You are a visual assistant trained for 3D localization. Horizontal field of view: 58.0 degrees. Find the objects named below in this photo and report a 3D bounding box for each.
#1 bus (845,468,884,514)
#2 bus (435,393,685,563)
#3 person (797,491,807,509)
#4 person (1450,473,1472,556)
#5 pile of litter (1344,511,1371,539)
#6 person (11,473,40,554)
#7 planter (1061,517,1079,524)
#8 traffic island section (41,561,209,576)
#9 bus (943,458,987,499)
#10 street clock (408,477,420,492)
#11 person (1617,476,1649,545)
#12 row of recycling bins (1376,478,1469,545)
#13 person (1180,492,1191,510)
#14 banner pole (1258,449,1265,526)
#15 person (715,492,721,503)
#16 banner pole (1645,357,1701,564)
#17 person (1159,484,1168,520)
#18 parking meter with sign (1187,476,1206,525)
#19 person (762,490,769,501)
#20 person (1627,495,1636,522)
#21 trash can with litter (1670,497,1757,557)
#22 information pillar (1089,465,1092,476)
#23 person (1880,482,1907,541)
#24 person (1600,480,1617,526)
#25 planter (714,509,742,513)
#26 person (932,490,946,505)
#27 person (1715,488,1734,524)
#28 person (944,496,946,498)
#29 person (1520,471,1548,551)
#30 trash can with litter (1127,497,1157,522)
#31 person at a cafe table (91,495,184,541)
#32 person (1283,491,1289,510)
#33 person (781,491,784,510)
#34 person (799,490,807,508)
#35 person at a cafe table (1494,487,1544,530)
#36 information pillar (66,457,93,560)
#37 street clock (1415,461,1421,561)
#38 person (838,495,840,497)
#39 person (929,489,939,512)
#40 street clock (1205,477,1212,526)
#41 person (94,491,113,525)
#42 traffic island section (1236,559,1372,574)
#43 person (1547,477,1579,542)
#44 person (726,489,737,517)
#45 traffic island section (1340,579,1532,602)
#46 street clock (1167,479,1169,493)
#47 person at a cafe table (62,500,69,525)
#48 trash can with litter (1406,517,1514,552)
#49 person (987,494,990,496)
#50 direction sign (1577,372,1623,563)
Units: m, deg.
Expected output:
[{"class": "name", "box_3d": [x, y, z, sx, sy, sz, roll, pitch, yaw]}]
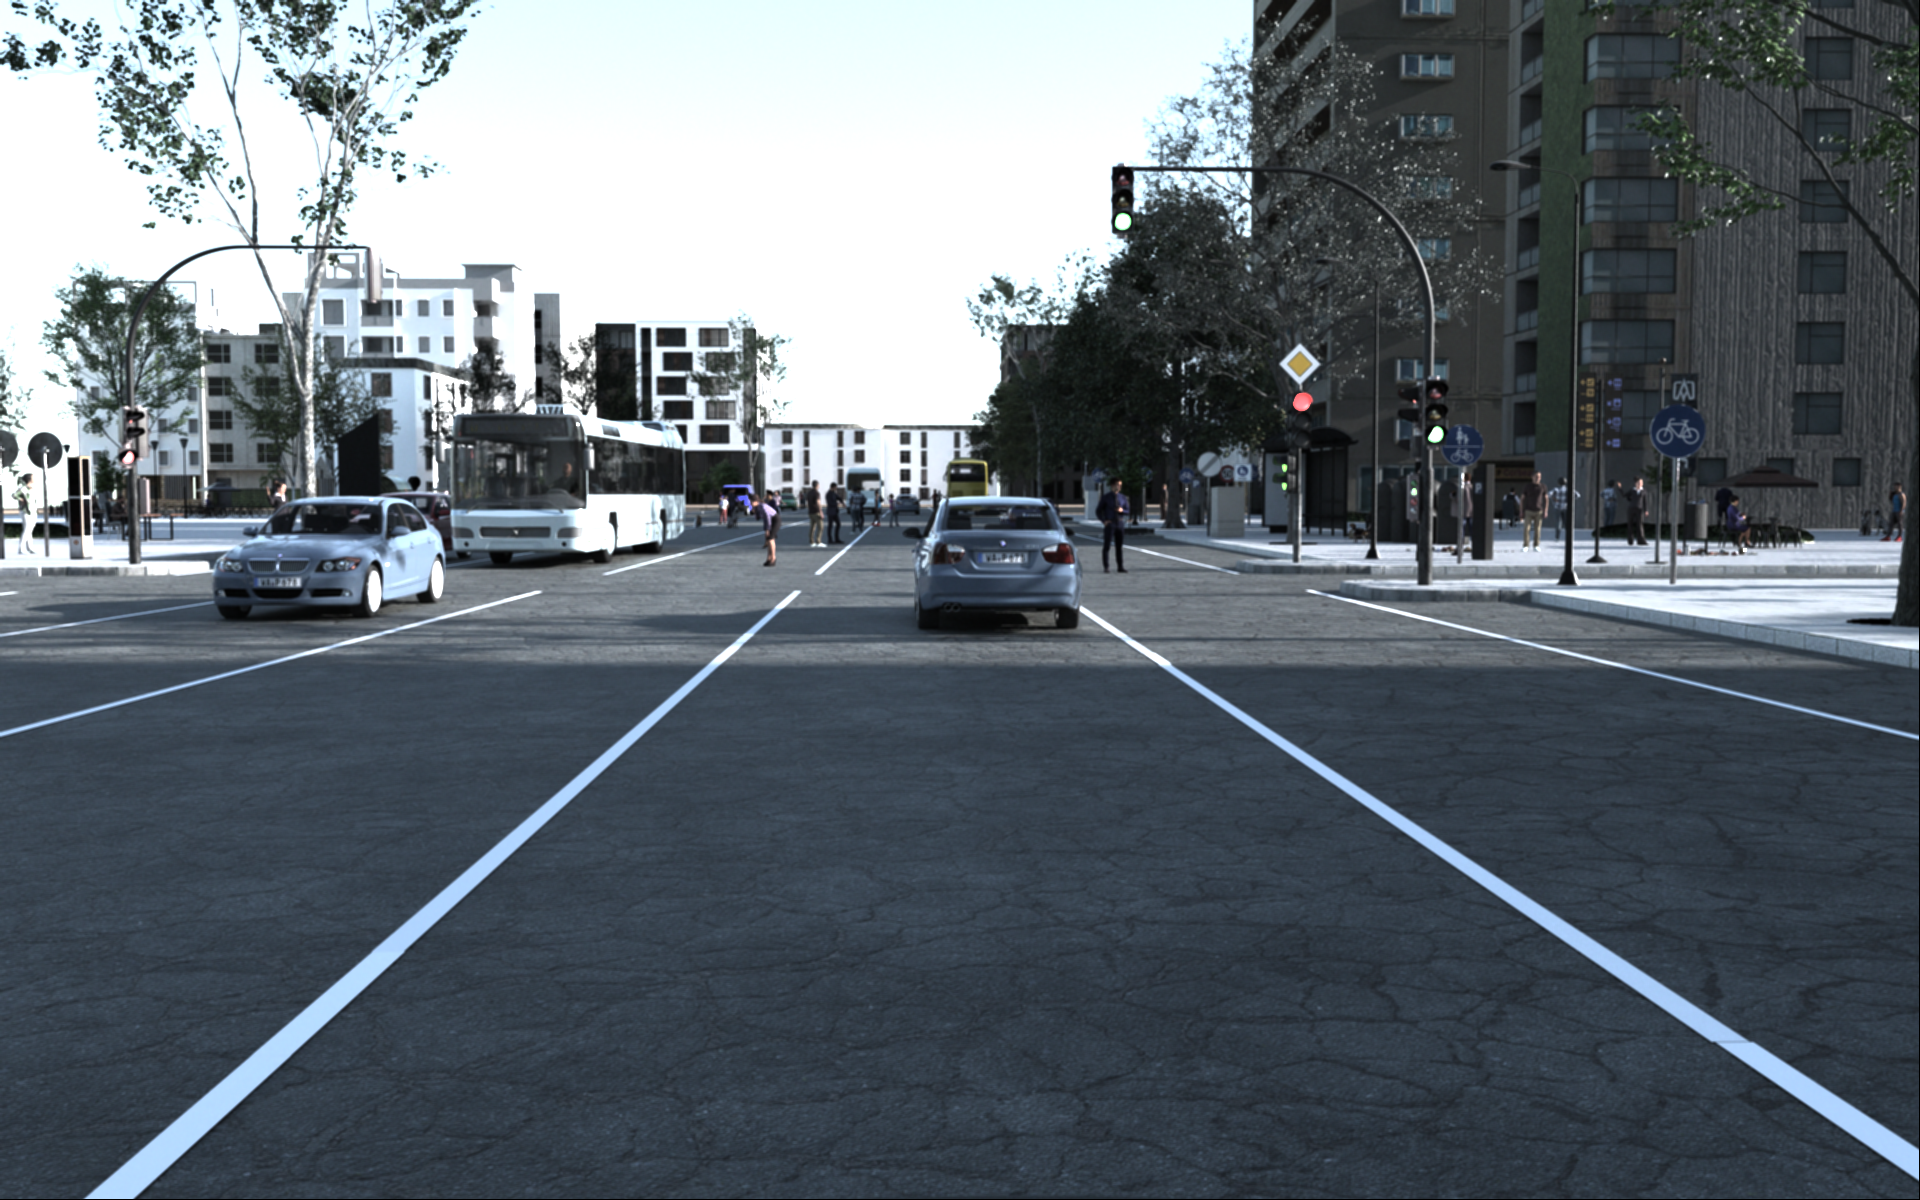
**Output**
[{"class": "bus", "box_3d": [-7.125, -8.194, 128.838, 2.948, 3.499, 13.247, 0, 4, -3]}, {"class": "bus", "box_3d": [-8.464, -2.678, 38.641, 2.948, 3.499, 13.247, 0, 3, 0]}, {"class": "person", "box_3d": [-15.072, -9.528, 164.996, 1.217, 1.743, 0.721, 2, 4, 35]}, {"class": "person", "box_3d": [10.540, -1.790, 36.126, 0.655, 1.722, 0.431, 0, 4, -3]}, {"class": "pile of litter", "box_3d": [11.582, -2.183, 49.651, 1.719, 0.858, 1.176, -3, 4, -36]}, {"class": "person", "box_3d": [-20.027, -1.860, 37.173, 0.376, 1.734, 0.841, 0, 4, -1]}, {"class": "planter", "box_3d": [4.754, -3.892, 84.769, 1.991, 0.319, 1.994, 0, 4, -2]}, {"class": "traffic island section", "box_3d": [-15.148, -0.580, 31.772, 2.009, 0.180, 2.903, 0, 4, -2]}, {"class": "bus", "box_3d": [0.378, -7.625, 116.211, 2.896, 3.916, 12.252, 0, 4, -1]}, {"class": "street clock", "box_3d": [-22.512, -4.092, 71.479, 0.358, 2.002, 0.471, 2, 4, 31]}, {"class": "person", "box_3d": [16.854, -2.235, 43.387, 0.742, 1.727, 0.445, -1, 4, -17]}, {"class": "row of recycling bins", "box_3d": [12.043, -2.338, 45.333, 1.069, 1.692, 3.534, -1, 4, -21]}, {"class": "person", "box_3d": [18.291, -8.190, 140.664, 1.217, 1.736, 0.721, -2, 4, -26]}, {"class": "banner pole", "box_3d": [12.167, -4.875, 69.722, 0.401, 3.779, 0.863, -1, 4, -15]}, {"class": "person", "box_3d": [-22.927, -9.710, 165.519, 0.721, 1.743, 1.217, 2, 4, 33]}, {"class": "banner pole", "box_3d": [13.074, -2.553, 31.753, 0.863, 3.779, 0.401, 1, 4, 16]}, {"class": "person", "box_3d": [10.004, -4.814, 85.296, 0.434, 1.755, 0.990, 0, 4, -8]}, {"class": "parking meter with sign", "box_3d": [9.910, -4.643, 72.179, 0.543, 3.016, 1.738, 2, 4, 24]}, {"class": "person", "box_3d": [-12.964, -6.525, 115.912, 0.721, 1.735, 1.217, 2, 4, 23]}, {"class": "person", "box_3d": [21.834, -2.930, 55.826, 0.662, 1.594, 0.647, 3, 4, 37]}, {"class": "trash can with litter", "box_3d": [15.902, -1.552, 36.438, 2.233, 1.210, 1.678, -1, 4, -9]}, {"class": "information pillar", "box_3d": [7.729, -6.778, 102.170, 0.183, 3.616, 0.504, 2, 4, 32]}, {"class": "person", "box_3d": [25.344, -2.389, 46.966, 0.662, 1.594, 0.647, -1, 4, -13]}, {"class": "person", "box_3d": [20.412, -2.915, 54.425, 0.376, 1.734, 0.841, 0, 4, 0]}, {"class": "planter", "box_3d": [-17.873, -6.877, 133.579, 1.991, 0.319, 1.994, 0, 4, -2]}, {"class": "person", "box_3d": [-1.708, -8.221, 143.696, 1.217, 1.735, 0.721, 0, 4, 7]}, {"class": "person", "box_3d": [26.081, -3.207, 59.180, 0.576, 1.737, 0.504, 0, 4, -6]}, {"class": "person", "box_3d": [-0.763, -7.630, 133.970, 1.217, 1.735, 0.721, 1, 4, 21]}, {"class": "person", "box_3d": [12.896, -2.005, 38.950, 0.598, 1.807, 0.434, 2, 4, 24]}, {"class": "trash can with litter", "box_3d": [7.966, -4.217, 80.002, 2.233, 1.210, 1.678, 0, 4, 7]}, {"class": "person at a cafe table", "box_3d": [-22.821, -2.270, 47.981, 1.726, 1.238, 1.698, 1, 4, 15]}, {"class": "person", "box_3d": [9.253, -2.530, 48.138, 0.376, 1.734, 0.841, 0, 4, -2]}, {"class": "person", "box_3d": [-15.952, -8.901, 154.819, 0.721, 1.735, 1.217, -2, 4, -34]}, {"class": "person", "box_3d": [-15.652, -10.116, 173.974, 1.350, 1.814, 0.705, 2, 4, 33]}, {"class": "person at a cafe table", "box_3d": [19.849, -3.264, 61.876, 1.698, 1.524, 1.622, 3, 4, 36]}, {"class": "information pillar", "box_3d": [-17.290, -1.806, 34.022, 0.304, 2.012, 0.304, 0, 4, 8]}, {"class": "street clock", "box_3d": [8.823, -1.741, 33.035, 0.358, 2.002, 0.471, 2, 4, 24]}, {"class": "person", "box_3d": [-11.610, -9.255, 159.803, 1.348, 1.826, 0.705, 0, 4, 5]}, {"class": "person", "box_3d": [-2.016, -7.928, 138.087, 0.705, 1.831, 1.348, -2, 4, -34]}, {"class": "street clock", "box_3d": [10.066, -4.004, 70.043, 0.358, 2.002, 0.471, 1, 4, 8]}, {"class": "person", "box_3d": [-35.178, -3.976, 71.193, 0.875, 1.805, 0.789, -2, 4, -23]}, {"class": "traffic island section", "box_3d": [6.324, -0.619, 32.406, 2.009, 0.180, 2.903, 0, 4, -2]}, {"class": "person", "box_3d": [16.188, -2.433, 46.552, 0.841, 1.734, 0.376, 1, 4, 11]}, {"class": "person", "box_3d": [-14.651, -6.193, 110.465, 0.721, 1.735, 1.217, -3, 5, -45]}, {"class": "traffic island section", "box_3d": [6.562, -0.131, 24.425, 2.009, 0.180, 2.903, 0, 4, -2]}, {"class": "street clock", "box_3d": [9.895, -4.667, 80.868, 0.471, 2.002, 0.358, -2, 4, -27]}, {"class": "person at a cafe table", "box_3d": [-28.277, -2.781, 56.322, 1.726, 1.238, 1.698, 1, 4, 11]}, {"class": "trash can with litter", "box_3d": [11.062, -1.689, 38.669, 1.678, 1.210, 2.233, -3, 5, -40]}, {"class": "person", "box_3d": [2.350, -8.953, 155.567, 1.217, 1.739, 0.721, 0, 4, 3]}, {"class": "direction sign", "box_3d": [11.894, -2.462, 32.248, 0.876, 3.537, 0.379, -1, 4, -9]}]
